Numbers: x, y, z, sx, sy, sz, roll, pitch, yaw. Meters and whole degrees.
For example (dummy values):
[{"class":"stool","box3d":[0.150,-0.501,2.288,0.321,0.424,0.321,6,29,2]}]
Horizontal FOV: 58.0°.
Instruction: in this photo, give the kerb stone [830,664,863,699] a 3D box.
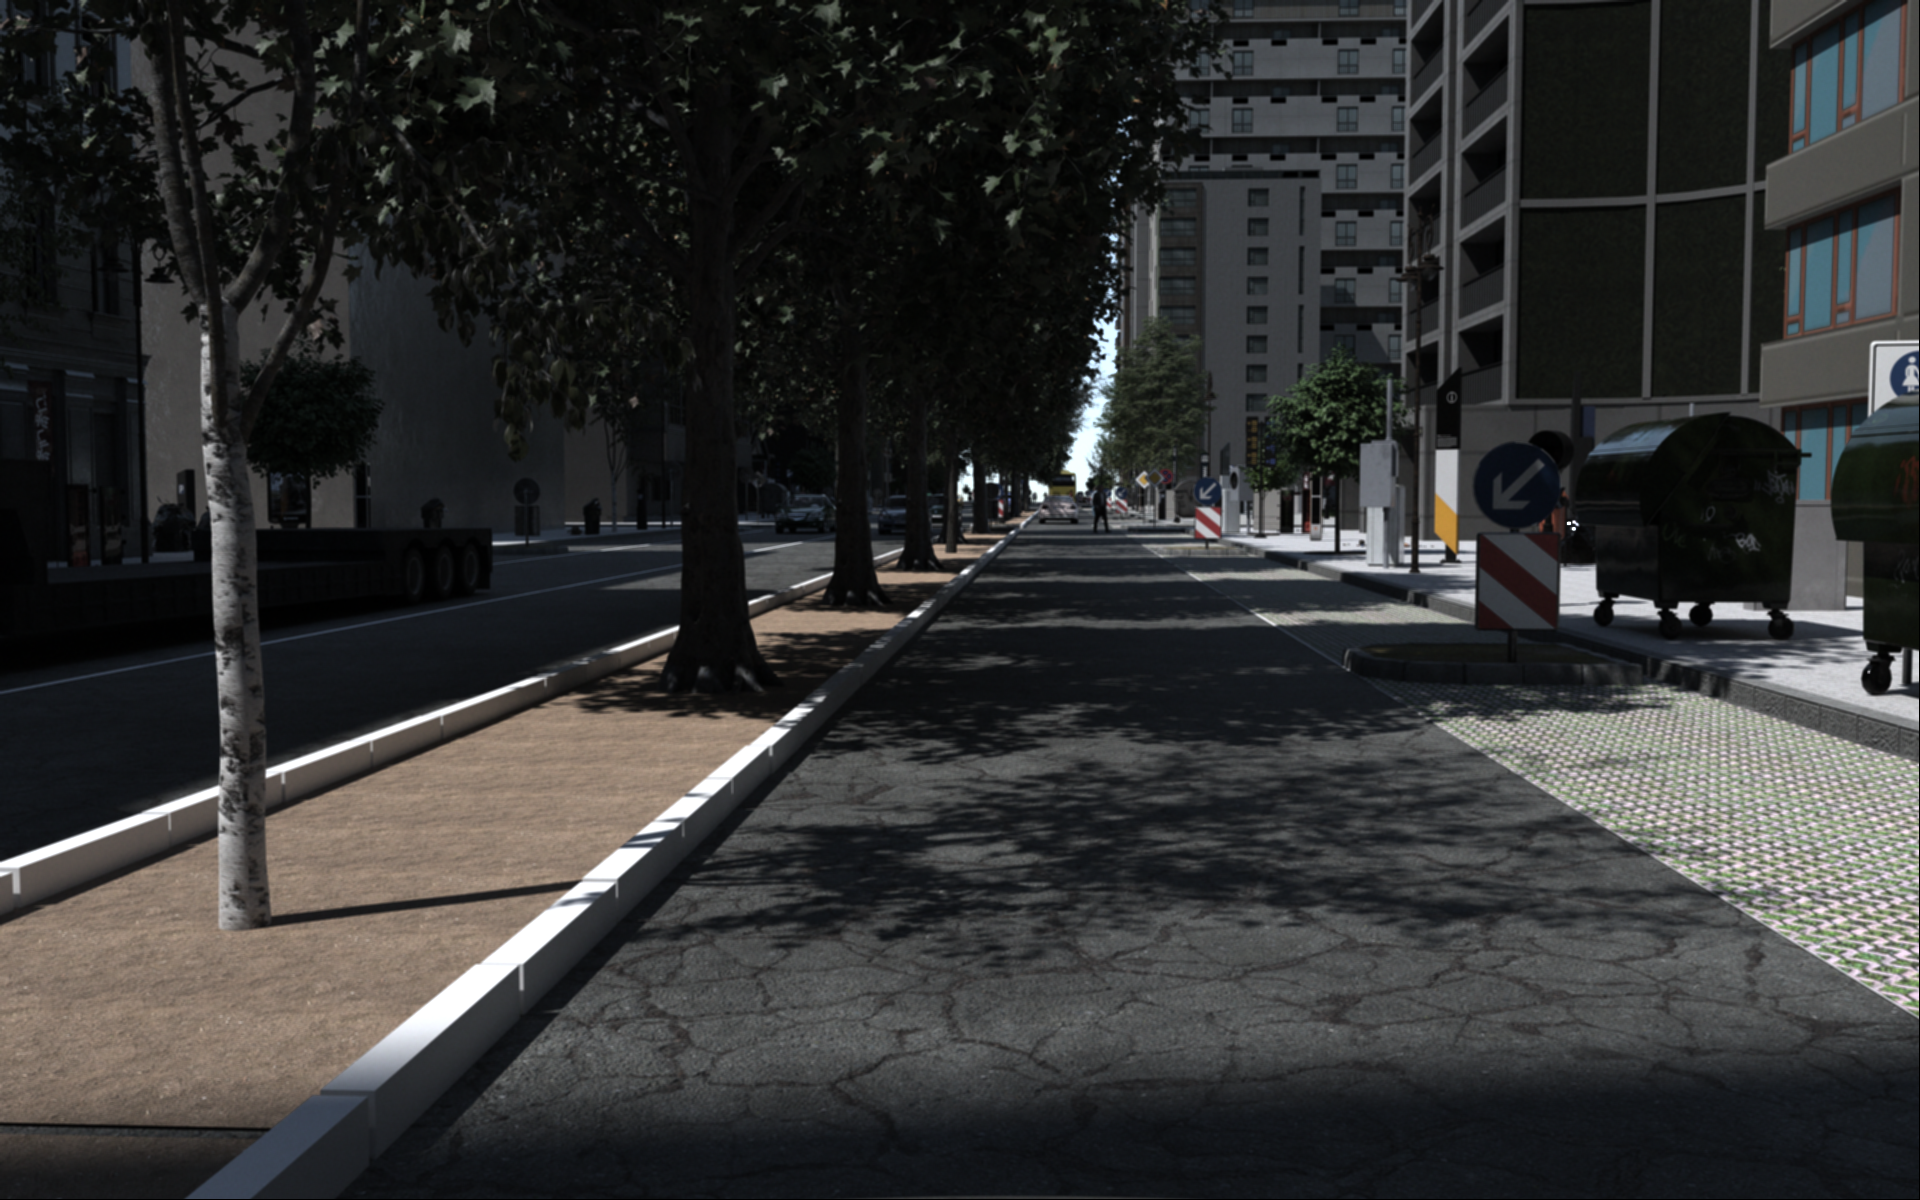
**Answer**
[{"class":"kerb stone","box3d":[-0.829,0.598,12.419,0.120,0.150,1.000,0,4,3]}]

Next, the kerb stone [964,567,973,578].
[{"class":"kerb stone","box3d":[0.094,-0.404,28.828,0.120,0.150,1.000,0,4,3]}]

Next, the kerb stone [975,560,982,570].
[{"class":"kerb stone","box3d":[0.269,-0.594,31.905,0.120,0.150,1.000,0,4,3]}]

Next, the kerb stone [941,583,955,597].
[{"class":"kerb stone","box3d":[-0.199,-0.091,23.685,0.120,0.150,1.000,0,4,3]}]

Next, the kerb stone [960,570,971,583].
[{"class":"kerb stone","box3d":[0.050,-0.338,27.792,0.120,0.150,1.000,0,4,3]}]

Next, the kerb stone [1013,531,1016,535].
[{"class":"kerb stone","box3d":[1.662,-2.096,56.494,0.120,0.150,1.000,0,4,3]}]

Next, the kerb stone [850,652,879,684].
[{"class":"kerb stone","box3d":[-0.764,0.541,13.440,0.120,0.150,1.000,0,4,3]}]

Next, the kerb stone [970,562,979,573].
[{"class":"kerb stone","box3d":[0.208,-0.531,30.880,0.120,0.150,1.000,0,4,3]}]

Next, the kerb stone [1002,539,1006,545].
[{"class":"kerb stone","box3d":[1.089,-1.471,46.250,0.120,0.150,1.000,0,4,3]}]

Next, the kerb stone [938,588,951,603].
[{"class":"kerb stone","box3d":[-0.242,-0.028,22.654,0.120,0.150,1.000,0,4,3]}]

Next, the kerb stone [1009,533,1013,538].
[{"class":"kerb stone","box3d":[1.493,-1.910,53.425,0.120,0.150,1.000,0,4,3]}]

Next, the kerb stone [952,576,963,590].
[{"class":"kerb stone","box3d":[-0.074,-0.214,25.731,0.120,0.150,1.000,0,4,3]}]

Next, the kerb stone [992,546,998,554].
[{"class":"kerb stone","box3d":[0.739,-1.091,40.084,0.120,0.150,1.000,0,4,3]}]

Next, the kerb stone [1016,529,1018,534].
[{"class":"kerb stone","box3d":[1.830,-2.285,59.560,0.120,0.150,1.000,0,4,3]}]

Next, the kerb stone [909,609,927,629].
[{"class":"kerb stone","box3d":[-0.481,0.229,18.559,0.120,0.150,1.000,0,4,3]}]

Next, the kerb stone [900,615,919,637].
[{"class":"kerb stone","box3d":[-0.536,0.285,17.530,0.120,0.150,1.000,0,4,3]}]

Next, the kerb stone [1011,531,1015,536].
[{"class":"kerb stone","box3d":[1.607,-2.029,55.473,0.120,0.150,1.000,0,4,3]}]

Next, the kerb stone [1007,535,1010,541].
[{"class":"kerb stone","box3d":[1.311,-1.722,50.354,0.120,0.150,1.000,0,4,3]}]

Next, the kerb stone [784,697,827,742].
[{"class":"kerb stone","box3d":[-0.938,0.728,10.374,0.120,0.150,1.000,0,4,3]}]

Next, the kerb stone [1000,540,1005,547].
[{"class":"kerb stone","box3d":[1.029,-1.408,45.223,0.120,0.150,1.000,0,4,3]}]

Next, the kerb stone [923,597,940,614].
[{"class":"kerb stone","box3d":[-0.367,0.097,20.606,0.120,0.150,1.000,0,4,3]}]

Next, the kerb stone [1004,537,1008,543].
[{"class":"kerb stone","box3d":[1.198,-1.595,48.303,0.120,0.150,1.000,0,4,3]}]

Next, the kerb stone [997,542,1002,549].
[{"class":"kerb stone","box3d":[0.912,-1.283,43.168,0.120,0.150,1.000,0,4,3]}]

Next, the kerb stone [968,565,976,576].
[{"class":"kerb stone","box3d":[0.157,-0.468,29.848,0.120,0.150,1.000,0,4,3]}]

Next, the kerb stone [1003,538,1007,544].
[{"class":"kerb stone","box3d":[1.144,-1.530,47.271,0.120,0.150,1.000,0,4,3]}]

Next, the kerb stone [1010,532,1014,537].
[{"class":"kerb stone","box3d":[1.547,-1.973,54.446,0.120,0.150,1.000,0,4,3]}]

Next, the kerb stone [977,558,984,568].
[{"class":"kerb stone","box3d":[0.331,-0.653,32.930,0.120,0.150,1.000,0,4,3]}]

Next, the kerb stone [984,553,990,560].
[{"class":"kerb stone","box3d":[0.500,-0.843,35.992,0.120,0.150,1.000,0,4,3]}]

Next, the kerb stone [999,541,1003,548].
[{"class":"kerb stone","box3d":[0.968,-1.346,44.203,0.120,0.150,1.000,0,4,3]}]

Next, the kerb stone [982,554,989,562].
[{"class":"kerb stone","box3d":[0.449,-0.775,34.971,0.120,0.150,1.000,0,4,3]}]

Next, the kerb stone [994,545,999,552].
[{"class":"kerb stone","box3d":[0.792,-1.157,41.116,0.120,0.150,1.000,0,4,3]}]

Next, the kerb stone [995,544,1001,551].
[{"class":"kerb stone","box3d":[0.855,-1.220,42.144,0.120,0.150,1.000,0,4,3]}]

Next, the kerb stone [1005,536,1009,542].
[{"class":"kerb stone","box3d":[1.258,-1.660,49.330,0.120,0.150,1.000,0,4,3]}]

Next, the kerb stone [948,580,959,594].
[{"class":"kerb stone","box3d":[-0.136,-0.153,24.707,0.120,0.150,1.000,0,4,3]}]

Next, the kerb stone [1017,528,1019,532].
[{"class":"kerb stone","box3d":[1.952,-2.411,61.612,0.120,0.150,1.000,0,4,3]}]

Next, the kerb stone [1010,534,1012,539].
[{"class":"kerb stone","box3d":[1.431,-1.848,52.405,0.120,0.150,1.000,0,4,3]}]

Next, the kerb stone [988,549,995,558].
[{"class":"kerb stone","box3d":[0.625,-0.965,38.042,0.120,0.150,1.000,0,4,3]}]

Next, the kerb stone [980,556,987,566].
[{"class":"kerb stone","box3d":[0.390,-0.719,33.950,0.120,0.150,1.000,0,4,3]}]

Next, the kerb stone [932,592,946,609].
[{"class":"kerb stone","box3d":[-0.301,0.036,21.631,0.120,0.150,1.000,0,4,3]}]

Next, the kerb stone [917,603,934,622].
[{"class":"kerb stone","box3d":[-0.418,0.164,19.579,0.120,0.150,1.000,0,4,3]}]

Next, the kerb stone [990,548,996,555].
[{"class":"kerb stone","box3d":[0.680,-1.032,39.064,0.120,0.150,1.000,0,4,3]}]

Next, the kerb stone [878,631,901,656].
[{"class":"kerb stone","box3d":[-0.653,0.414,15.486,0.120,0.150,1.000,0,4,3]}]

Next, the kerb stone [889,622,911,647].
[{"class":"kerb stone","box3d":[-0.595,0.348,16.510,0.120,0.150,1.000,0,4,3]}]

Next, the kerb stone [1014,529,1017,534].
[{"class":"kerb stone","box3d":[1.778,-2.223,58.535,0.120,0.150,1.000,0,4,3]}]

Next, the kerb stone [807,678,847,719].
[{"class":"kerb stone","box3d":[-0.884,0.661,11.394,0.120,0.150,1.000,0,4,3]}]

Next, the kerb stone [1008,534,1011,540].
[{"class":"kerb stone","box3d":[1.376,-1.785,51.377,0.120,0.150,1.000,0,4,3]}]

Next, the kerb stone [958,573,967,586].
[{"class":"kerb stone","box3d":[-0.017,-0.278,26.766,0.120,0.150,1.000,0,4,3]}]

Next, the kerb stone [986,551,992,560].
[{"class":"kerb stone","box3d":[0.554,-0.905,37.022,0.120,0.150,1.000,0,4,3]}]

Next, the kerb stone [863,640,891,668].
[{"class":"kerb stone","box3d":[-0.709,0.473,14.465,0.120,0.150,1.000,0,4,3]}]
